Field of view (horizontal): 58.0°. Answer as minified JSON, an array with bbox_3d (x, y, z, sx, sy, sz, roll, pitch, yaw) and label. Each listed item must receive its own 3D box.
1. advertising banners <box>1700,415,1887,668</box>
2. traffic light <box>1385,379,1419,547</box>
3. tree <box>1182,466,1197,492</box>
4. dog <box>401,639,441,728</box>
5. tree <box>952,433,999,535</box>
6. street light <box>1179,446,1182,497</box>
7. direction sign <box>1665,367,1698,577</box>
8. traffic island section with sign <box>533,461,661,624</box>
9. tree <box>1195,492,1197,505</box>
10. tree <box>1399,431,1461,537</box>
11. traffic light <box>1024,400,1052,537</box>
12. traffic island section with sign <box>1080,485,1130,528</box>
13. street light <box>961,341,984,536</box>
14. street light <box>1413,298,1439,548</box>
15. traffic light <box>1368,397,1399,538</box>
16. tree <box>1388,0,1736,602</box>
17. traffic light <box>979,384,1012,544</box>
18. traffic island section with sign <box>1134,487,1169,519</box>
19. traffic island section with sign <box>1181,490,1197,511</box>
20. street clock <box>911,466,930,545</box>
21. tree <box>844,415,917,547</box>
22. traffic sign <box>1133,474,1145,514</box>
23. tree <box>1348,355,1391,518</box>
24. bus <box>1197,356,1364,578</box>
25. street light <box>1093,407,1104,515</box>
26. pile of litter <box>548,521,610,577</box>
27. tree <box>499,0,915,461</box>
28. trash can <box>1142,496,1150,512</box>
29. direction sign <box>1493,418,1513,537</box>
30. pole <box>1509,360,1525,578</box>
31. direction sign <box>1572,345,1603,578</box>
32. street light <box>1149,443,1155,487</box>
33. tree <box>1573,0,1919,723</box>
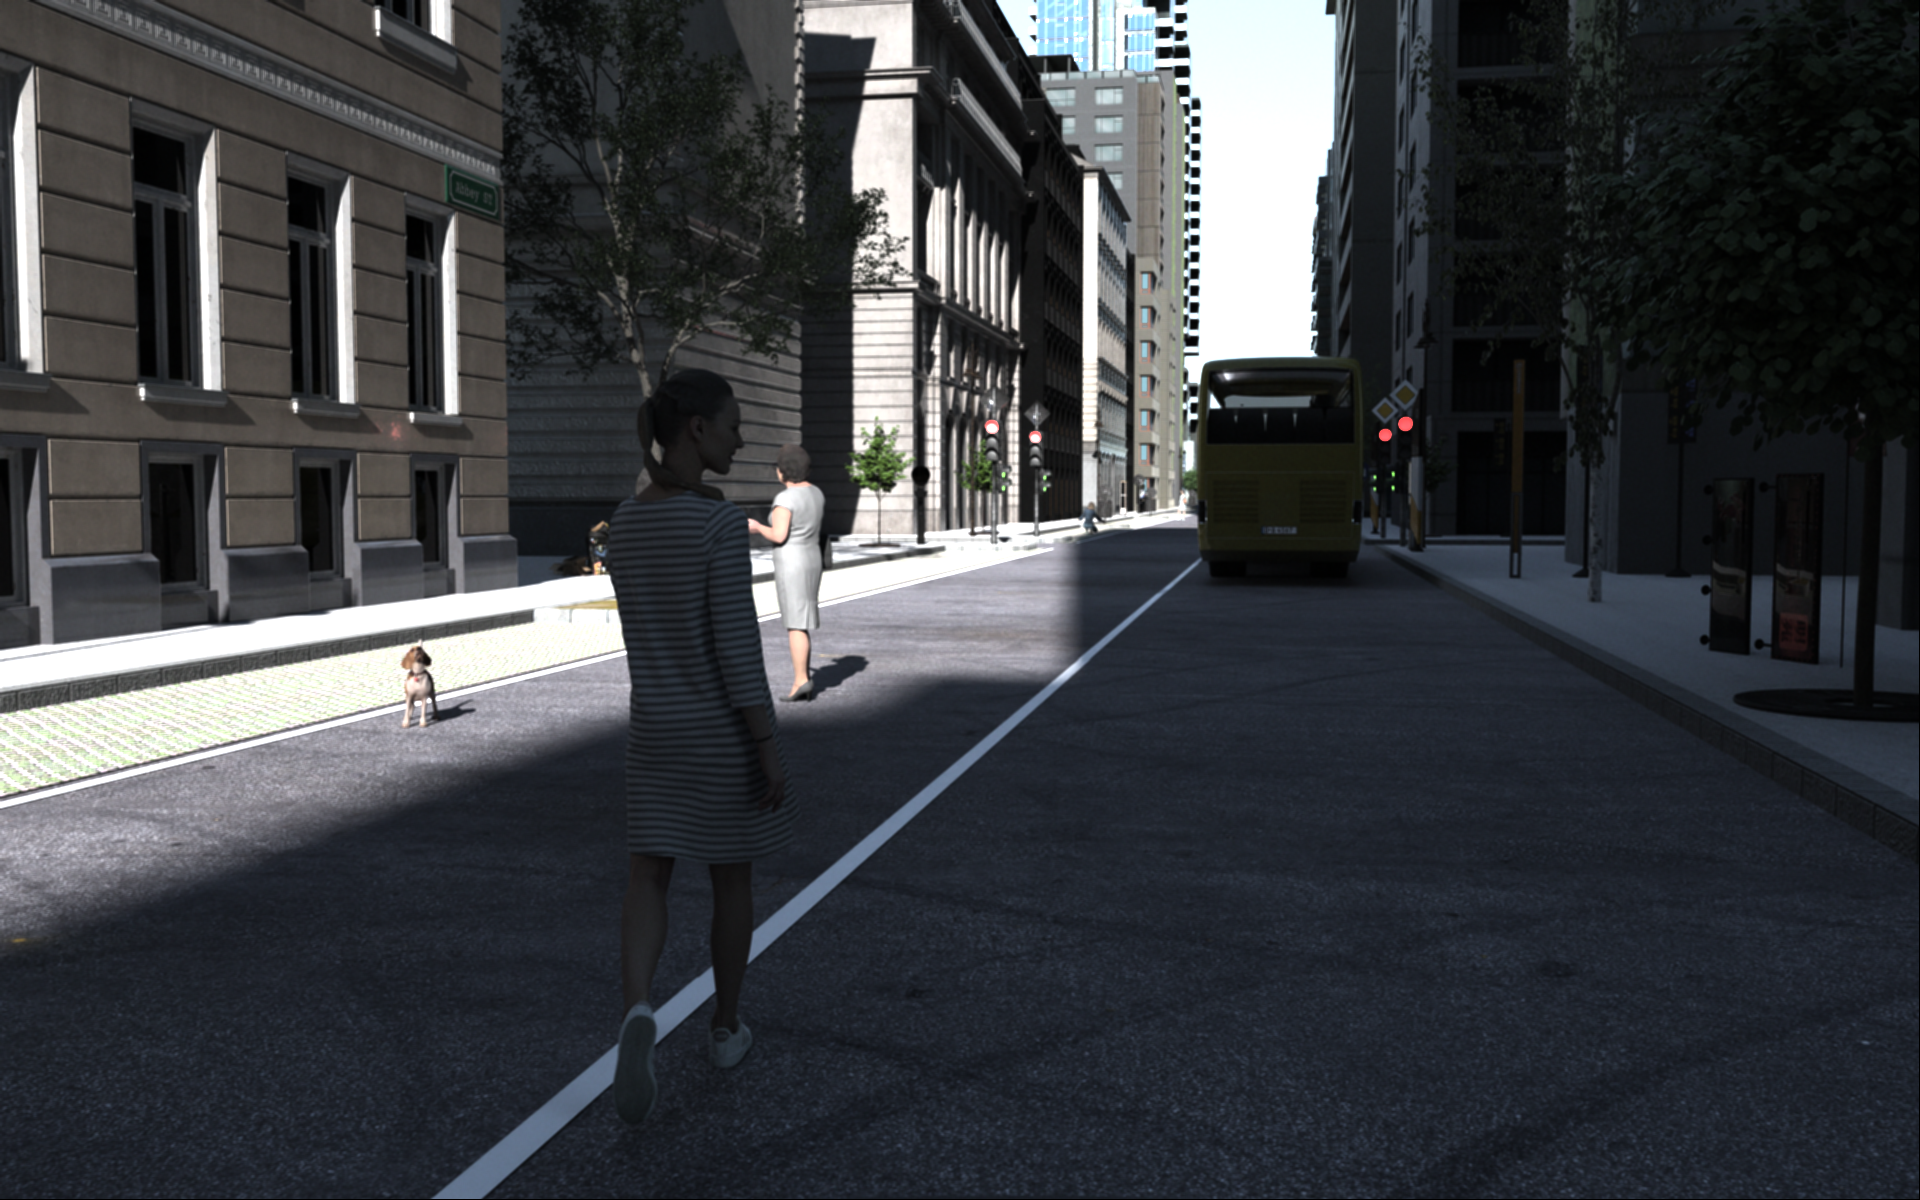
[{"bbox_3d":[6.385,-1.041,13.201,0.090,3.025,2.074,-1,4,-13],"label":"advertising banners"},{"bbox_3d":[10.831,-3.265,42.310,0.839,4.253,0.868,1,4,10],"label":"traffic light"},{"bbox_3d":[27.140,-13.337,201.767,4.285,4.588,4.351,0,3,0],"label":"tree"},{"bbox_3d":[-3.368,0.519,10.805,0.540,0.507,0.406,3,4,37],"label":"dog"},{"bbox_3d":[0.827,-3.696,55.034,1.663,3.219,1.824,0,3,0],"label":"tree"},{"bbox_3d":[21.150,-11.830,166.205,0.468,5.910,1.993,1,4,10],"label":"street light"},{"bbox_3d":[11.131,-2.125,26.735,0.379,3.537,0.876,0,4,-3],"label":"direction sign"},{"bbox_3d":[-3.590,-0.692,19.947,1.989,1.847,2.006,1,4,10],"label":"traffic island section with sign"},{"bbox_3d":[28.284,-13.073,208.350,1.663,3.219,1.824,0,3,0],"label":"tree"},{"bbox_3d":[13.913,-3.514,52.059,1.663,3.219,1.824,0,3,0],"label":"tree"},{"bbox_3d":[2.317,-3.856,51.961,0.839,4.253,0.868,1,4,10],"label":"traffic light"},{"bbox_3d":[6.182,-3.962,73.407,1.989,1.847,2.006,1,4,10],"label":"traffic island section with sign"},{"bbox_3d":[0.383,-4.879,52.562,0.468,5.910,1.993,1,4,10],"label":"street light"},{"bbox_3d":[11.026,-4.178,41.102,0.468,5.910,1.993,1,4,10],"label":"street light"},{"bbox_3d":[12.267,-3.746,50.165,0.839,4.253,0.868,1,4,10],"label":"traffic light"},{"bbox_3d":[7.326,-4.284,20.405,4.360,8.622,3.978,0,3,0],"label":"tree"},{"bbox_3d":[0.881,-3.375,44.106,0.839,4.253,0.868,1,4,10],"label":"traffic light"},{"bbox_3d":[11.127,-5.619,100.500,1.989,1.847,2.006,1,4,10],"label":"traffic island section with sign"},{"bbox_3d":[20.082,-8.614,149.458,1.989,1.847,2.006,1,4,10],"label":"traffic island section with sign"},{"bbox_3d":[-0.995,-2.414,44.043,0.471,2.002,0.358,0,4,1],"label":"street clock"},{"bbox_3d":[-2.023,-2.929,42.497,1.663,3.219,1.824,0,3,0],"label":"tree"},{"bbox_3d":[11.605,-6.869,112.408,0.768,2.556,0.104,1,4,16],"label":"traffic sign"},{"bbox_3d":[21.108,-8.579,90.635,4.737,8.622,4.395,0,3,0],"label":"tree"},{"bbox_3d":[6.010,-2.513,32.629,2.896,3.916,12.252,1,4,10],"label":"bus"},{"bbox_3d":[7.233,-7.191,90.363,0.468,5.910,1.993,1,4,10],"label":"street light"},{"bbox_3d":[-6.023,-0.839,27.679,1.176,0.858,1.719,1,4,10],"label":"pile of litter"},{"bbox_3d":[-4.974,-5.767,28.703,8.767,10.594,7.601,-1,4,-12],"label":"tree"},{"bbox_3d":[13.166,-6.782,122.543,0.748,1.137,0.748,0,3,0],"label":"trash can"},{"bbox_3d":[16.384,-3.658,51.802,0.876,3.537,0.379,0,4,0],"label":"direction sign"},{"bbox_3d":[8.495,-1.991,26.393,0.158,3.312,0.155,0,3,0],"label":"pole"},{"bbox_3d":[9.662,-2.120,26.656,0.379,3.537,0.876,3,5,43],"label":"direction sign"},{"bbox_3d":[14.191,-9.518,128.401,0.468,5.910,1.993,1,4,10],"label":"street light"},{"bbox_3d":[5.451,-1.620,10.202,4.285,4.588,4.351,0,3,0],"label":"tree"}]
